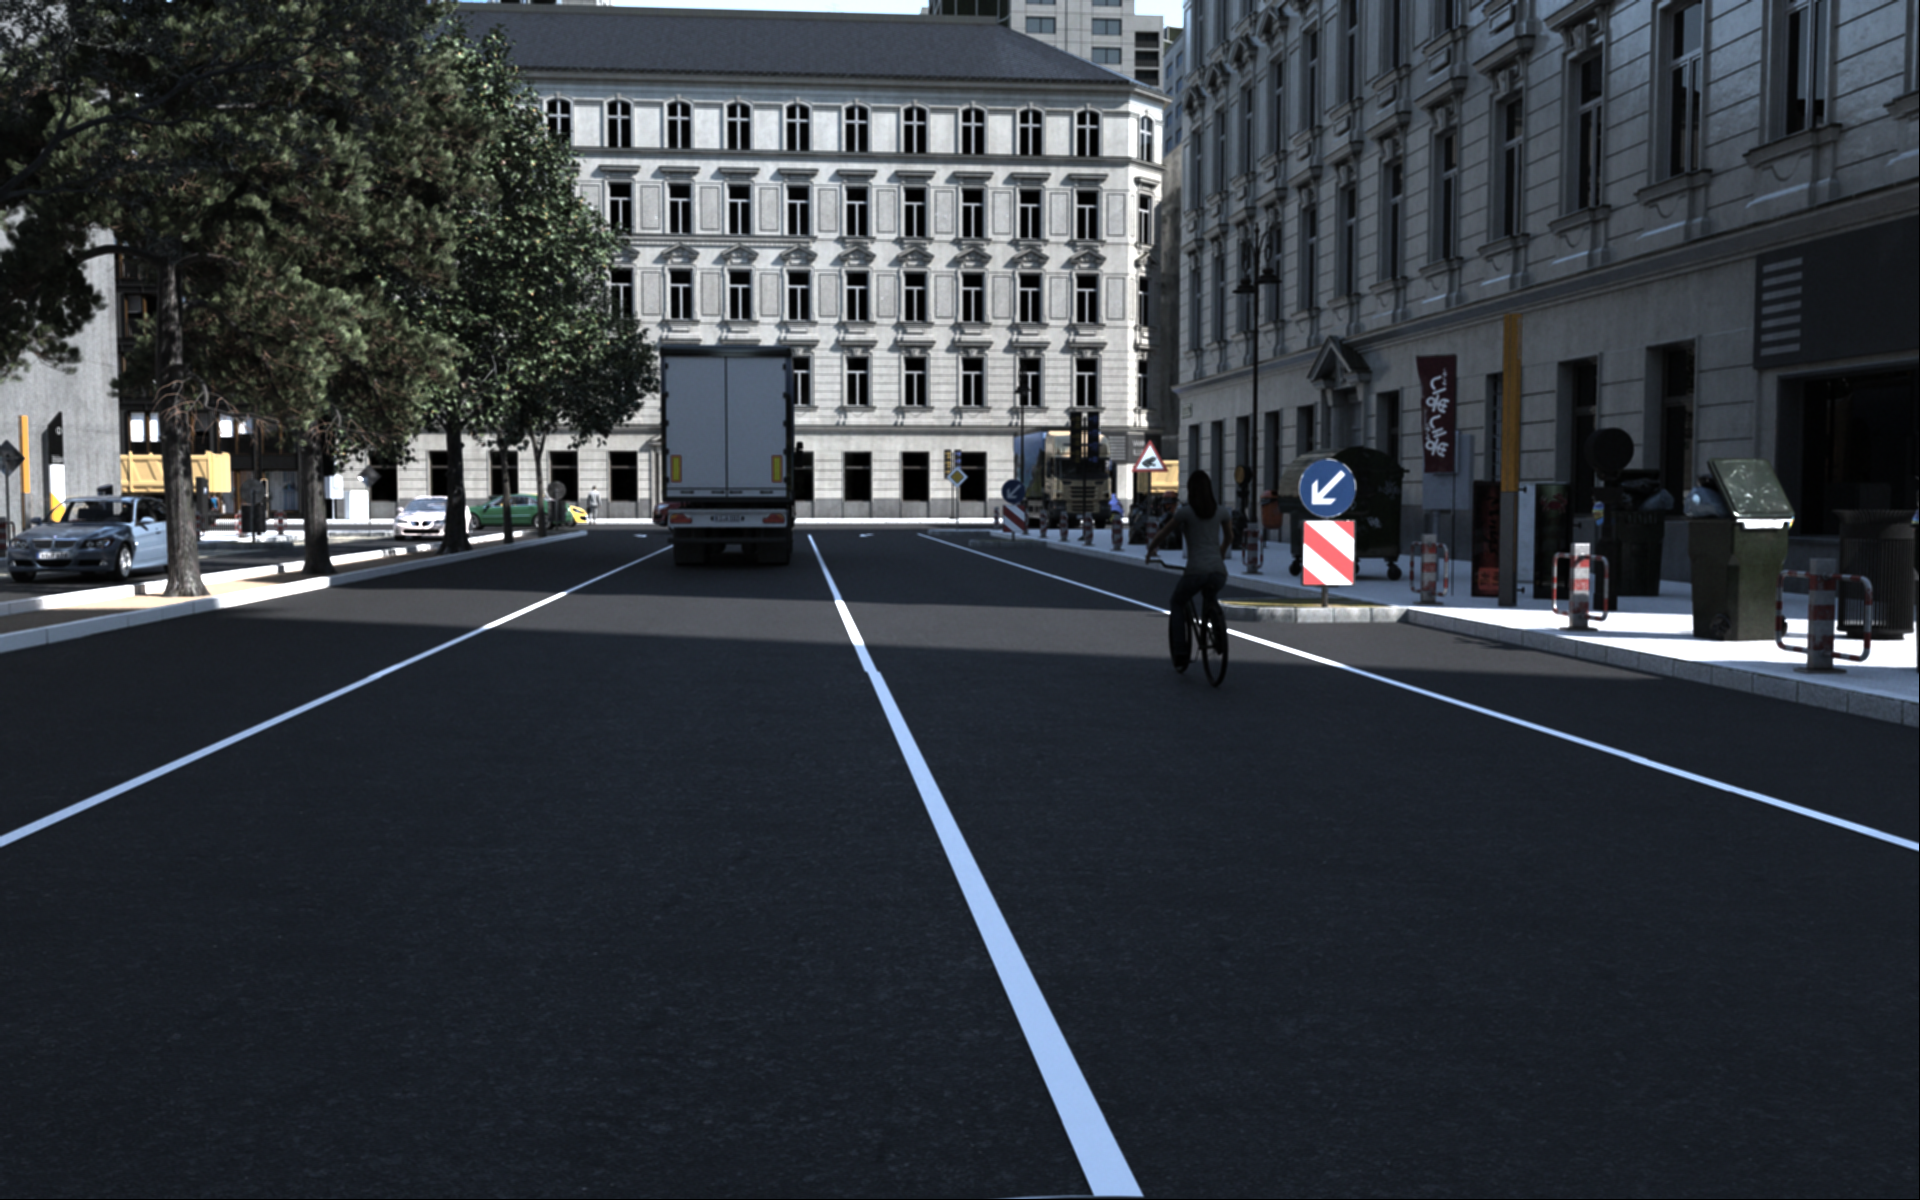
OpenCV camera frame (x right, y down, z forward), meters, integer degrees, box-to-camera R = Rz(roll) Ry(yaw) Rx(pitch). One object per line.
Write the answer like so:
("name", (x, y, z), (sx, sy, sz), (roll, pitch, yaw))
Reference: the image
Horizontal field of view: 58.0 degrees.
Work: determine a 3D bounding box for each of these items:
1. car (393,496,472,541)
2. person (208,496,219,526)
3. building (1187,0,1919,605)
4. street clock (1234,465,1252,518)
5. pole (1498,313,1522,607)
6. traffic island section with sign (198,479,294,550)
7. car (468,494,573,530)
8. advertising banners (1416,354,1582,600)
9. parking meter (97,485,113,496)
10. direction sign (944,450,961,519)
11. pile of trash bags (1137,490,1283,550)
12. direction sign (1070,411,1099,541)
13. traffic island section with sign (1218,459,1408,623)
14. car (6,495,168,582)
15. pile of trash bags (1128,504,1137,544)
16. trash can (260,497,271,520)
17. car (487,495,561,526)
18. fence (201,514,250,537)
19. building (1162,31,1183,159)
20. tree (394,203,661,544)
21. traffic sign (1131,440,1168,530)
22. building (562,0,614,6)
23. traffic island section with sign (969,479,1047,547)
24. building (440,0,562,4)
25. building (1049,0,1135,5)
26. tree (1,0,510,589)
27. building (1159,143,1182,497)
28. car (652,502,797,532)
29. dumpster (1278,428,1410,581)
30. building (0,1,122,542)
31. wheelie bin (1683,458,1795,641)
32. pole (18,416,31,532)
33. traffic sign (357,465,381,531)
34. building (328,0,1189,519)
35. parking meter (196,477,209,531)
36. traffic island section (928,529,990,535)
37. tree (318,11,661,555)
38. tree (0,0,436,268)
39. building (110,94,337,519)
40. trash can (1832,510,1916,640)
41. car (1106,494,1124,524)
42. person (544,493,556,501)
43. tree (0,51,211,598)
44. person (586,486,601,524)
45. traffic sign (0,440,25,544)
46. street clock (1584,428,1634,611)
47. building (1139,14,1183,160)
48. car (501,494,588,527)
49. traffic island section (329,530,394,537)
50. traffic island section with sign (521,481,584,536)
("car", (-16.676, -2.603, 54.913), (2.083, 1.381, 4.827), (0, 4, -7))
("person", (-33.573, -4.119, 77.721), (0.647, 1.594, 0.662), (-3, 5, -42))
("building", (17.208, -15.898, 36.348), (17.030, 29.872, 44.131), (0, 4, -6))
("street clock", (7.141, -2.394, 43.711), (0.358, 2.002, 0.471), (-2, 4, -24))
("pole", (6.254, -1.580, 19.683), (0.158, 3.312, 0.155), (0, 3, 0))
("traffic island section with sign", (-18.545, -2.234, 45.153), (1.989, 1.847, 2.006), (0, 4, -6))
("car", (-18.105, -3.547, 69.788), (4.920, 1.459, 2.131), (0, 4, -5))
("advertising banners", (6.626, -1.544, 21.434), (2.074, 3.025, 0.090), (2, 4, 35))
("parking meter", (-22.729, -2.304, 46.085), (0.372, 1.533, 0.369), (0, 3, 0))
("direction sign", (-0.370, -5.901, 88.474), (0.876, 3.537, 0.379), (-1, 4, -13))
("pile of trash bags", (6.159, -1.873, 40.383), (3.447, 1.369, 1.912), (-2, 4, -29))
("direction sign", (3.433, -3.411, 47.772), (0.876, 3.537, 0.379), (2, 4, 31))
("traffic island section with sign", (3.957, -0.711, 20.257), (1.989, 1.847, 2.006), (0, 4, -6))
("car", (-14.811, -1.099, 29.975), (2.014, 1.417, 4.499), (0, 4, -7))
("pile of trash bags", (5.390, -2.186, 45.490), (1.912, 1.369, 3.447), (1, 4, 11))
("trash can", (-33.996, -4.459, 84.564), (0.748, 1.137, 0.748), (0, 3, 0))
("car", (-19.379, -4.155, 77.728), (4.222, 1.686, 2.009), (0, 4, -4))
("fence", (-21.918, -2.179, 51.000), (0.278, 0.683, 2.069), (2, 4, 35))
("building", (40.479, -40.846, 209.837), (28.212, 58.520, 21.231), (0, 4, -6))
("tree", (-13.796, -7.360, 57.200), (8.767, 10.594, 7.601), (0, 4, -6))
("traffic sign", (4.561, -2.548, 41.662), (0.884, 2.594, 0.081), (0, 4, 2))
("building", (-50.902, -46.592, 200.033), (20.611, 71.187, 20.563), (0, 4, -6))
("traffic island section with sign", (1.276, -2.386, 47.640), (1.989, 1.847, 2.006), (0, 4, -6))
("building", (-48.229, -51.979, 162.528), (22.319, 86.520, 31.000), (0, 4, -6))
("building", (5.582, -45.081, 175.326), (20.563, 71.187, 20.611), (0, 4, -6))
("tree", (-11.567, -6.487, 30.579), (6.751, 12.117, 7.091), (0, 3, 0))
("building", (20.211, -14.818, 97.031), (16.860, 20.320, 10.420), (0, 4, -6))
("car", (-8.724, -3.397, 64.212), (5.304, 1.827, 2.281), (0, 4, -5))
("dumpster", (5.833, -1.461, 26.376), (1.502, 2.255, 1.985), (0, 4, -6))
("building", (-35.701, -13.999, 46.910), (19.932, 24.808, 12.078), (0, 4, -6))
("wheelie bin", (6.849, -0.454, 15.335), (0.980, 1.594, 0.693), (-1, 4, -17))
("pole", (-24.364, -3.137, 45.131), (0.158, 3.312, 0.155), (0, 3, 0))
("traffic sign", (-20.251, -3.409, 59.387), (0.795, 2.450, 0.064), (0, 4, -6))
("building", (-11.029, -19.594, 96.779), (44.131, 29.872, 17.030), (0, 4, -6))
("parking meter", (-26.044, -3.293, 59.545), (0.255, 1.863, 0.399), (0, 4, 6))
("traffic island section", (-0.078, -2.393, 61.414), (2.009, 0.180, 2.903), (0, 4, -6))
("tree", (-11.977, -7.425, 40.858), (9.611, 12.733, 9.660), (0, 3, 0))
("tree", (-9.779, -6.208, 14.331), (12.009, 13.543, 11.850), (0, 3, 0))
("building", (-41.434, -16.075, 92.502), (15.834, 23.373, 12.332), (0, 4, -6))
("trash can", (8.151, -0.229, 15.397), (0.748, 1.137, 0.748), (0, 3, 0))
("car", (5.934, -4.447, 82.301), (3.694, 1.707, 1.945), (0, 4, -4))
("person", (-17.413, -3.967, 73.627), (0.850, 1.792, 0.678), (3, 4, 37))
("tree", (-10.895, -6.071, 23.773), (6.751, 12.117, 7.091), (0, 3, 0))
("person", (-17.294, -4.474, 81.764), (0.709, 1.813, 0.853), (0, 4, -6))
("traffic sign", (-20.293, -2.185, 36.904), (0.795, 2.450, 0.064), (0, 4, 3))
("street clock", (7.127, -0.887, 19.074), (0.471, 2.002, 0.358), (0, 4, -6))
("building", (24.356, -50.371, 261.810), (20.611, 71.187, 20.563), (0, 4, -6))
("car", (-18.243, -3.982, 75.322), (3.980, 1.641, 2.015), (0, 4, -6))
("traffic island section", (-20.273, -2.273, 59.446), (2.009, 0.180, 2.903), (0, 4, -6))
("traffic island section with sign", (-14.127, -3.189, 60.282), (2.006, 1.907, 1.989), (0, 4, -6))
